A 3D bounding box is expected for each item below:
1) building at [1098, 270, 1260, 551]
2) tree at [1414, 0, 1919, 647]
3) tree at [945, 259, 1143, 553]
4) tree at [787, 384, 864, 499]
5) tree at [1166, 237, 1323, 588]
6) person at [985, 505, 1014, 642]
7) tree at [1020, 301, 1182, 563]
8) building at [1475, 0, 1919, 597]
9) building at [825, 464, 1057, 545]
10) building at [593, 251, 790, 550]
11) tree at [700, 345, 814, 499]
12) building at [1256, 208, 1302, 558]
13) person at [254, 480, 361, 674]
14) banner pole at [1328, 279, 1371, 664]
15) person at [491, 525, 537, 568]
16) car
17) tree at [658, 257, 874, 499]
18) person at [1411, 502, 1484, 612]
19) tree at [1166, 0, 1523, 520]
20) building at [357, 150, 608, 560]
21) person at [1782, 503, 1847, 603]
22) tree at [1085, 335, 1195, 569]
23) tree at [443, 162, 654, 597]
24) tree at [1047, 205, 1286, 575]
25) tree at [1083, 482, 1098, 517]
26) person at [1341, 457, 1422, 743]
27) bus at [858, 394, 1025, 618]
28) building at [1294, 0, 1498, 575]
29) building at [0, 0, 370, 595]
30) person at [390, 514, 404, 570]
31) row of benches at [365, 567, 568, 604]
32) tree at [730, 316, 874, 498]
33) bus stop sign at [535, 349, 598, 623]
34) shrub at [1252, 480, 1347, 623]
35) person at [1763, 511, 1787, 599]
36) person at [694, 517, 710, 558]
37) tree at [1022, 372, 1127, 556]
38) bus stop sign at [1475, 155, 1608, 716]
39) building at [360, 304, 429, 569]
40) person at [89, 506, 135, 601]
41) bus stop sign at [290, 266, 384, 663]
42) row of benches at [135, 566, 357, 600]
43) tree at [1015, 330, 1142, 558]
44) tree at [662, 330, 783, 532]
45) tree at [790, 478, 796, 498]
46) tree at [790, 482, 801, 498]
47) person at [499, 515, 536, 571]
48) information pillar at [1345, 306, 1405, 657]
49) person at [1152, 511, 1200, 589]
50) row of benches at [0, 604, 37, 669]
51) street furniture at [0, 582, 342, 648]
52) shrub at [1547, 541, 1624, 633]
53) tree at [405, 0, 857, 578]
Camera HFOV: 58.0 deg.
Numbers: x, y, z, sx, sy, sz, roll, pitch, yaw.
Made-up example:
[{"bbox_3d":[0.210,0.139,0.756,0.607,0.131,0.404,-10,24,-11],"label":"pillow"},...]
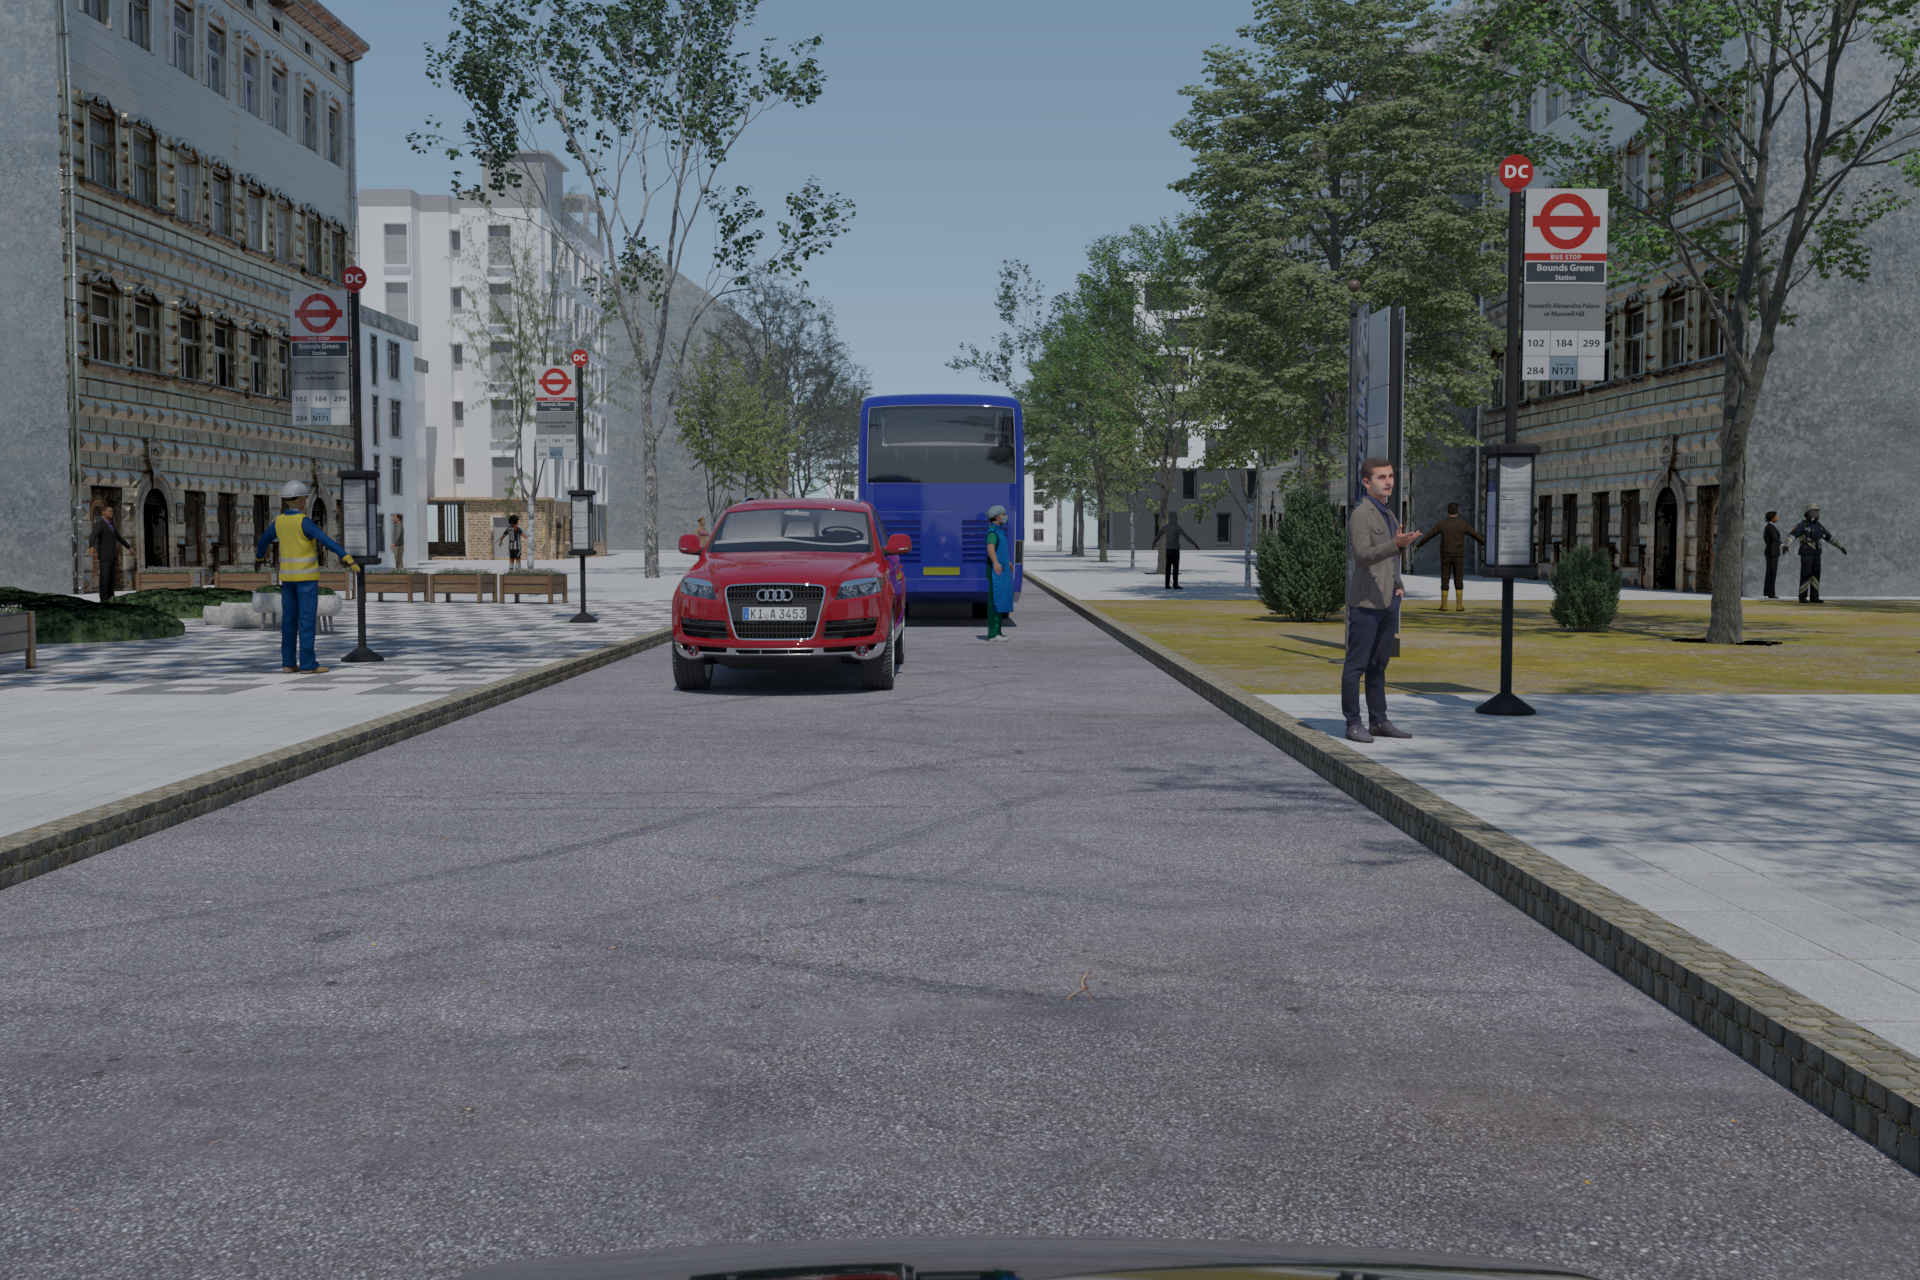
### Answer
[{"bbox_3d":[25.728,-18.755,150.617,27.936,21.610,32.646,0,4,0],"label":"building"},{"bbox_3d":[9.125,-5.757,19.876,9.928,11.665,9.643,0,3,0],"label":"tree"},{"bbox_3d":[5.662,-16.183,120.473,12.611,20.169,13.585,0,3,0],"label":"tree"},{"bbox_3d":[-8.470,-11.819,119.002,9.928,11.665,9.643,0,3,0],"label":"tree"},{"bbox_3d":[6.886,-5.563,41.321,4.737,8.622,4.395,0,3,0],"label":"tree"},{"bbox_3d":[0.525,-0.892,23.175,0.704,1.817,1.347,1,4,9],"label":"person"},{"bbox_3d":[6.321,-9.309,77.961,9.928,11.665,9.643,0,3,0],"label":"tree"},{"bbox_3d":[25.160,-13.015,43.732,19.493,23.208,18.063,0,3,0],"label":"building"},{"bbox_3d":[-1.809,-16.113,208.044,28.070,9.664,9.099,0,4,0],"label":"building"},{"bbox_3d":[-24.268,-19.128,143.668,19.493,23.208,18.063,0,4,-1],"label":"building"},{"bbox_3d":[-8.126,-7.224,68.482,4.737,8.622,4.395,0,3,0],"label":"tree"},{"bbox_3d":[25.355,-15.474,83.924,19.493,23.208,18.063,0,4,0],"label":"building"},{"bbox_3d":[-6.055,-0.584,16.005,1.216,1.772,0.721,1,4,22],"label":"person"},{"bbox_3d":[3.875,-1.644,16.899,0.401,3.779,0.863,0,4,-1],"label":"banner pole"},{"bbox_3d":[-13.398,-2.808,52.100,1.347,1.806,0.705,0,4,-6],"label":"person"},{"bbox_3d":[-1.615,-0.548,17.630,2.281,1.827,5.304,0,3,0],"label":"car"},{"bbox_3d":[-8.440,-10.246,77.884,12.009,13.543,11.850,0,3,0],"label":"tree"},{"bbox_3d":[8.178,-1.384,28.769,1.346,1.812,0.704,1,4,16],"label":"person"},{"bbox_3d":[7.320,-7.047,33.338,7.486,12.596,7.792,0,3,0],"label":"tree"},{"bbox_3d":[-25.232,-14.088,86.754,16.016,20.090,11.380,0,4,0],"label":"building"},{"bbox_3d":[15.801,-1.612,32.130,1.354,1.856,0.705,-1,4,-13],"label":"person"},{"bbox_3d":[6.371,-6.884,62.914,4.737,8.622,4.395,0,3,0],"label":"tree"},{"bbox_3d":[-8.940,-5.181,35.080,4.360,8.622,3.978,0,3,0],"label":"tree"},{"bbox_3d":[6.584,-7.874,54.497,9.928,11.665,9.643,0,3,0],"label":"tree"},{"bbox_3d":[18.277,-16.903,210.768,7.601,10.594,8.767,0,4,2],"label":"tree"},{"bbox_3d":[2.682,-0.250,10.666,0.617,1.759,0.750,-3,4,-36],"label":"person"},{"bbox_3d":[-0.369,-2.489,32.248,2.896,3.916,12.251,0,4,-1],"label":"bus"},{"bbox_3d":[23.394,-14.173,62.661,19.493,23.208,18.063,0,3,0],"label":"building"},{"bbox_3d":[-27.924,-13.079,44.771,19.493,23.208,18.063,0,4,0],"label":"building"},{"bbox_3d":[-14.277,-2.305,43.964,0.705,1.796,1.348,-1,4,-13],"label":"person"},{"bbox_3d":[-9.176,-1.029,32.280,4.104,0.672,1.422,1,4,14],"label":"row of benches"},{"bbox_3d":[-9.076,-11.515,98.632,12.009,13.543,11.850,0,3,0],"label":"tree"},{"bbox_3d":[-5.701,-2.225,25.087,0.855,3.939,0.416,0,3,0],"label":"bus stop sign"},{"bbox_3d":[5.061,-1.303,25.338,1.661,2.075,1.752,0,3,0],"label":"shrub"},{"bbox_3d":[16.203,-1.693,34.399,0.721,1.740,1.216,1,4,11],"label":"person"},{"bbox_3d":[-6.936,-2.465,47.102,0.721,1.733,1.217,2,4,27],"label":"person"},{"bbox_3d":[7.058,-10.888,103.770,9.928,11.665,9.643,0,3,0],"label":"tree"},{"bbox_3d":[4.130,-1.443,12.293,0.855,3.939,0.416,0,4,0],"label":"bus stop sign"},{"bbox_3d":[-26.433,-7.826,70.097,9.099,9.664,28.070,0,4,0],"label":"building"},{"bbox_3d":[-15.552,-1.555,31.648,0.704,1.802,1.346,0,4,5],"label":"person"},{"bbox_3d":[-6.248,-1.752,17.355,0.855,3.939,0.416,0,4,0],"label":"bus stop sign"},{"bbox_3d":[-13.906,-1.109,33.593,4.104,0.672,1.422,0,4,-7],"label":"row of benches"},{"bbox_3d":[6.202,-10.784,94.450,7.486,12.596,7.792,0,3,0],"label":"tree"},{"bbox_3d":[-8.689,-6.829,62.018,4.737,8.622,4.395,0,3,0],"label":"tree"},{"bbox_3d":[-22.482,-16.518,204.484,7.601,10.594,8.767,0,4,-3],"label":"tree"},{"bbox_3d":[-21.560,-16.005,212.038,4.737,8.622,4.395,0,3,0],"label":"tree"},{"bbox_3d":[-12.567,-2.619,48.970,1.345,1.843,0.704,2,4,29],"label":"person"},{"bbox_3d":[4.477,-1.678,18.749,0.184,3.620,1.656,0,4,-2],"label":"information pillar"},{"bbox_3d":[4.966,-2.091,40.309,1.348,1.813,0.705,3,5,43],"label":"person"},{"bbox_3d":[-8.902,0.061,14.460,1.422,0.672,4.104,0,4,-6],"label":"row of benches"},{"bbox_3d":[-12.225,-0.529,24.268,5.734,0.657,10.072,-2,4,-34],"label":"street furniture"},{"bbox_3d":[8.182,-0.708,22.685,1.383,1.207,1.383,0,3,0],"label":"shrub"},{"bbox_3d":[-8.878,-11.780,48.499,12.611,20.169,13.585,0,3,0],"label":"tree"}]
